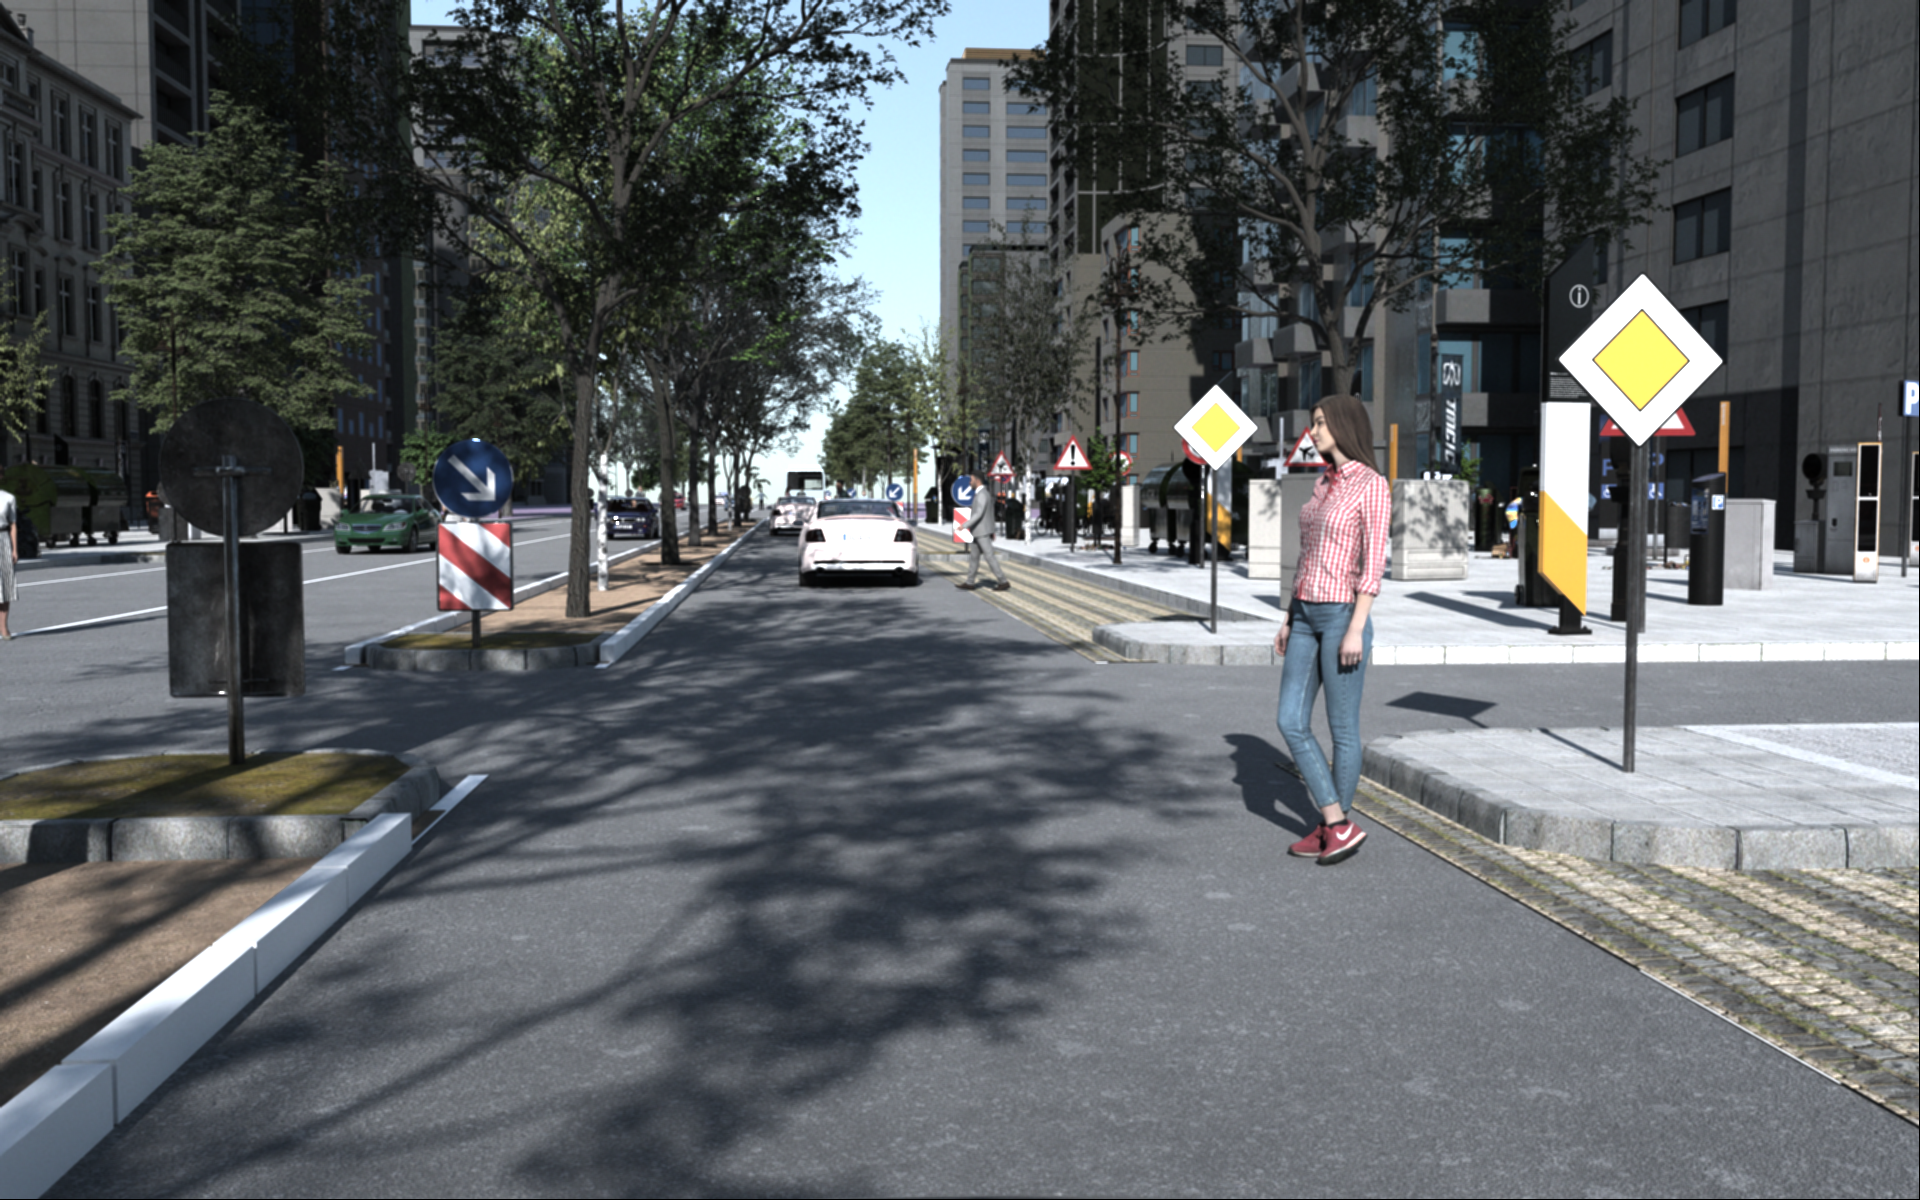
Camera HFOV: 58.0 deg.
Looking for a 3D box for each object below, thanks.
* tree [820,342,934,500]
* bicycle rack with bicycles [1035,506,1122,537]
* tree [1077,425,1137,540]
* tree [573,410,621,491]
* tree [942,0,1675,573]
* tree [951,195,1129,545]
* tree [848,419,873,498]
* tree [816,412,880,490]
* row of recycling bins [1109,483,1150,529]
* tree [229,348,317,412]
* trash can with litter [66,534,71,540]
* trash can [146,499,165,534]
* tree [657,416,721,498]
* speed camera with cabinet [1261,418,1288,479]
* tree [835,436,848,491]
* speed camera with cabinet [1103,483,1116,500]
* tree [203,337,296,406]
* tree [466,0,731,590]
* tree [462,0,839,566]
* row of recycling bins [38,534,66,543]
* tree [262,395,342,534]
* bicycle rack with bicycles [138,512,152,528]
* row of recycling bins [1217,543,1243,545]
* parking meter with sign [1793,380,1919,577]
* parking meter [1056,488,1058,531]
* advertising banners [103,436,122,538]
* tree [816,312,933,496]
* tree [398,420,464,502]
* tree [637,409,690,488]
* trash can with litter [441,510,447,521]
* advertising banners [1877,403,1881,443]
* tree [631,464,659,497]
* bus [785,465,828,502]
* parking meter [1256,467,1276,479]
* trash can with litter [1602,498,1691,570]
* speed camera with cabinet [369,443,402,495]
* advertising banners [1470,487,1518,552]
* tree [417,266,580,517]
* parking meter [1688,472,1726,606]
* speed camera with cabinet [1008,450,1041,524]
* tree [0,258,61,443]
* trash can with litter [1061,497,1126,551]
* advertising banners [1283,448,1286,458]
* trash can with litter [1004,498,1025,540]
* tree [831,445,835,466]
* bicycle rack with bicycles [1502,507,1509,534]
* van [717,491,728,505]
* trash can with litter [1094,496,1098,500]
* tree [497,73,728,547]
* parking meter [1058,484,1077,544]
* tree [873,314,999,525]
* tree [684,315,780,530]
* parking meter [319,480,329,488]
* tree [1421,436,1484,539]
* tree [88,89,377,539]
[{"bbox_3d":[-5.518,-12.920,129.364,7.486,12.596,7.792,0,3,0],"label":"tree"},{"bbox_3d":[4.009,-2.419,52.932,2.852,0.926,2.925,-2,4,-30],"label":"bicycle rack with bicycles"},{"bbox_3d":[3.874,-3.319,48.869,1.663,3.219,1.824,0,3,0],"label":"tree"},{"bbox_3d":[-30.038,-11.863,144.319,4.360,8.622,3.978,0,3,0],"label":"tree"},{"bbox_3d":[4.950,-5.351,21.903,8.767,10.594,7.601,-1,4,-14],"label":"tree"},{"bbox_3d":[1.933,-5.714,43.790,4.360,8.622,3.978,0,3,0],"label":"tree"},{"bbox_3d":[-6.331,-11.743,142.365,4.737,8.622,4.395,0,3,0],"label":"tree"},{"bbox_3d":[-15.595,-19.754,239.981,9.611,12.733,9.660,0,3,0],"label":"tree"},{"bbox_3d":[7.077,-3.562,65.346,3.534,1.692,1.069,-2,4,-34],"label":"row of recycling bins"},{"bbox_3d":[-33.912,-8.236,85.019,4.737,8.622,4.395,0,3,0],"label":"tree"},{"bbox_3d":[-25.227,-2.265,48.421,0.624,1.170,1.055,-1,4,-18],"label":"trash can with litter"},{"bbox_3d":[-25.683,-2.682,55.511,0.748,1.137,0.748,0,3,0],"label":"trash can"},{"bbox_3d":[-38.815,-19.933,242.904,9.611,12.733,9.660,0,3,0],"label":"tree"},{"bbox_3d":[8.079,-3.134,45.579,0.660,3.252,2.038,0,4,-5],"label":"speed camera with cabinet"},{"bbox_3d":[-7.411,-12.065,147.626,4.737,8.622,4.395,0,3,0],"label":"tree"},{"bbox_3d":[8.643,-5.975,92.028,2.038,3.252,0.660,0,4,1],"label":"speed camera with cabinet"},{"bbox_3d":[-31.076,-7.673,75.823,4.360,8.622,3.978,0,3,0],"label":"tree"},{"bbox_3d":[-5.347,-4.452,25.615,4.737,8.622,4.395,0,3,0],"label":"tree"},{"bbox_3d":[-5.949,-6.507,34.609,9.928,11.665,9.643,0,3,0],"label":"tree"},{"bbox_3d":[-24.718,-2.324,45.107,1.069,1.692,3.534,1,4,14],"label":"row of recycling bins"},{"bbox_3d":[-21.733,-4.409,55.795,4.285,4.588,4.351,0,3,0],"label":"tree"},{"bbox_3d":[-29.287,-3.163,65.103,2.852,0.926,2.925,2,4,28],"label":"bicycle rack with bicycles"},{"bbox_3d":[8.092,-2.226,43.505,3.534,1.692,1.069,1,4,13],"label":"row of recycling bins"},{"bbox_3d":[14.129,-1.904,27.384,0.543,3.016,1.738,-2,4,-35],"label":"parking meter with sign"},{"bbox_3d":[3.400,-3.041,58.127,0.372,1.533,0.369,0,3,0],"label":"parking meter"},{"bbox_3d":[-25.091,-3.372,51.328,0.090,3.025,2.074,-1,4,-10],"label":"advertising banners"},{"bbox_3d":[-8.834,-19.664,177.402,12.611,20.169,13.585,0,3,0],"label":"tree"},{"bbox_3d":[-23.402,-5.705,76.998,4.285,4.588,4.351,0,3,0],"label":"tree"},{"bbox_3d":[-36.107,-17.958,211.733,7.486,12.596,7.792,0,3,0],"label":"tree"},{"bbox_3d":[-24.526,-4.350,82.503,1.055,1.170,0.624,2,4,35],"label":"trash can with litter"},{"bbox_3d":[17.311,-2.238,32.783,0.090,3.025,2.074,2,4,32],"label":"advertising banners"},{"bbox_3d":[-34.022,-12.411,186.634,4.285,4.588,4.351,0,3,0],"label":"tree"},{"bbox_3d":[-10.412,-7.493,117.372,2.948,3.499,13.247,0,4,-4],"label":"bus"},{"bbox_3d":[6.495,-1.907,36.890,0.399,1.863,0.255,-1,4,-22],"label":"parking meter"},{"bbox_3d":[12.050,-1.160,30.021,2.233,1.210,1.678,-1,4,-11],"label":"trash can with litter"},{"bbox_3d":[-22.075,-4.416,66.545,0.660,3.252,2.038,-3,4,-37],"label":"speed camera with cabinet"},{"bbox_3d":[12.309,-2.560,38.039,2.074,3.025,0.090,2,4,25],"label":"advertising banners"},{"bbox_3d":[-25.772,-11.709,98.101,9.857,13.997,8.962,0,3,0],"label":"tree"},{"bbox_3d":[8.646,-0.712,20.045,0.372,1.533,0.369,0,3,0],"label":"parking meter"},{"bbox_3d":[2.805,-4.925,74.858,0.660,3.252,2.038,2,4,29],"label":"speed camera with cabinet"},{"bbox_3d":[-29.903,-6.262,52.752,4.737,8.622,4.395,0,3,0],"label":"tree"},{"bbox_3d":[3.012,-1.781,40.177,1.678,1.210,2.233,1,4,15],"label":"trash can with litter"},{"bbox_3d":[12.194,-4.263,65.886,0.090,3.025,2.074,1,4,22],"label":"advertising banners"},{"bbox_3d":[1.680,-2.297,48.938,0.624,1.170,1.055,-2,4,-29],"label":"trash can with litter"},{"bbox_3d":[-12.410,-14.924,194.373,4.737,8.622,4.395,0,3,0],"label":"tree"},{"bbox_3d":[18.361,-2.515,54.497,2.852,0.926,2.925,-1,4,-9],"label":"bicycle rack with bicycles"},{"bbox_3d":[-31.669,-13.771,232.168,2.013,2.044,4.112,0,4,-6],"label":"van"},{"bbox_3d":[6.817,-4.635,87.172,0.624,1.170,1.055,1,4,10],"label":"trash can with litter"},{"bbox_3d":[-7.230,-8.182,46.602,12.009,13.543,11.850,0,3,0],"label":"tree"},{"bbox_3d":[2.845,-2.238,44.997,0.372,1.533,0.369,0,3,0],"label":"parking meter"},{"bbox_3d":[-0.702,-7.375,70.940,4.737,8.622,4.395,0,3,0],"label":"tree"},{"bbox_3d":[-8.957,-6.999,67.257,4.360,8.622,3.978,0,3,0],"label":"tree"},{"bbox_3d":[-26.389,-4.051,71.941,0.255,1.863,0.399,1,4,13],"label":"parking meter"},{"bbox_3d":[14.271,-3.370,49.704,1.663,3.219,1.824,0,3,0],"label":"tree"},{"bbox_3d":[-20.276,-7.988,48.735,7.486,12.596,7.792,0,3,0],"label":"tree"}]
